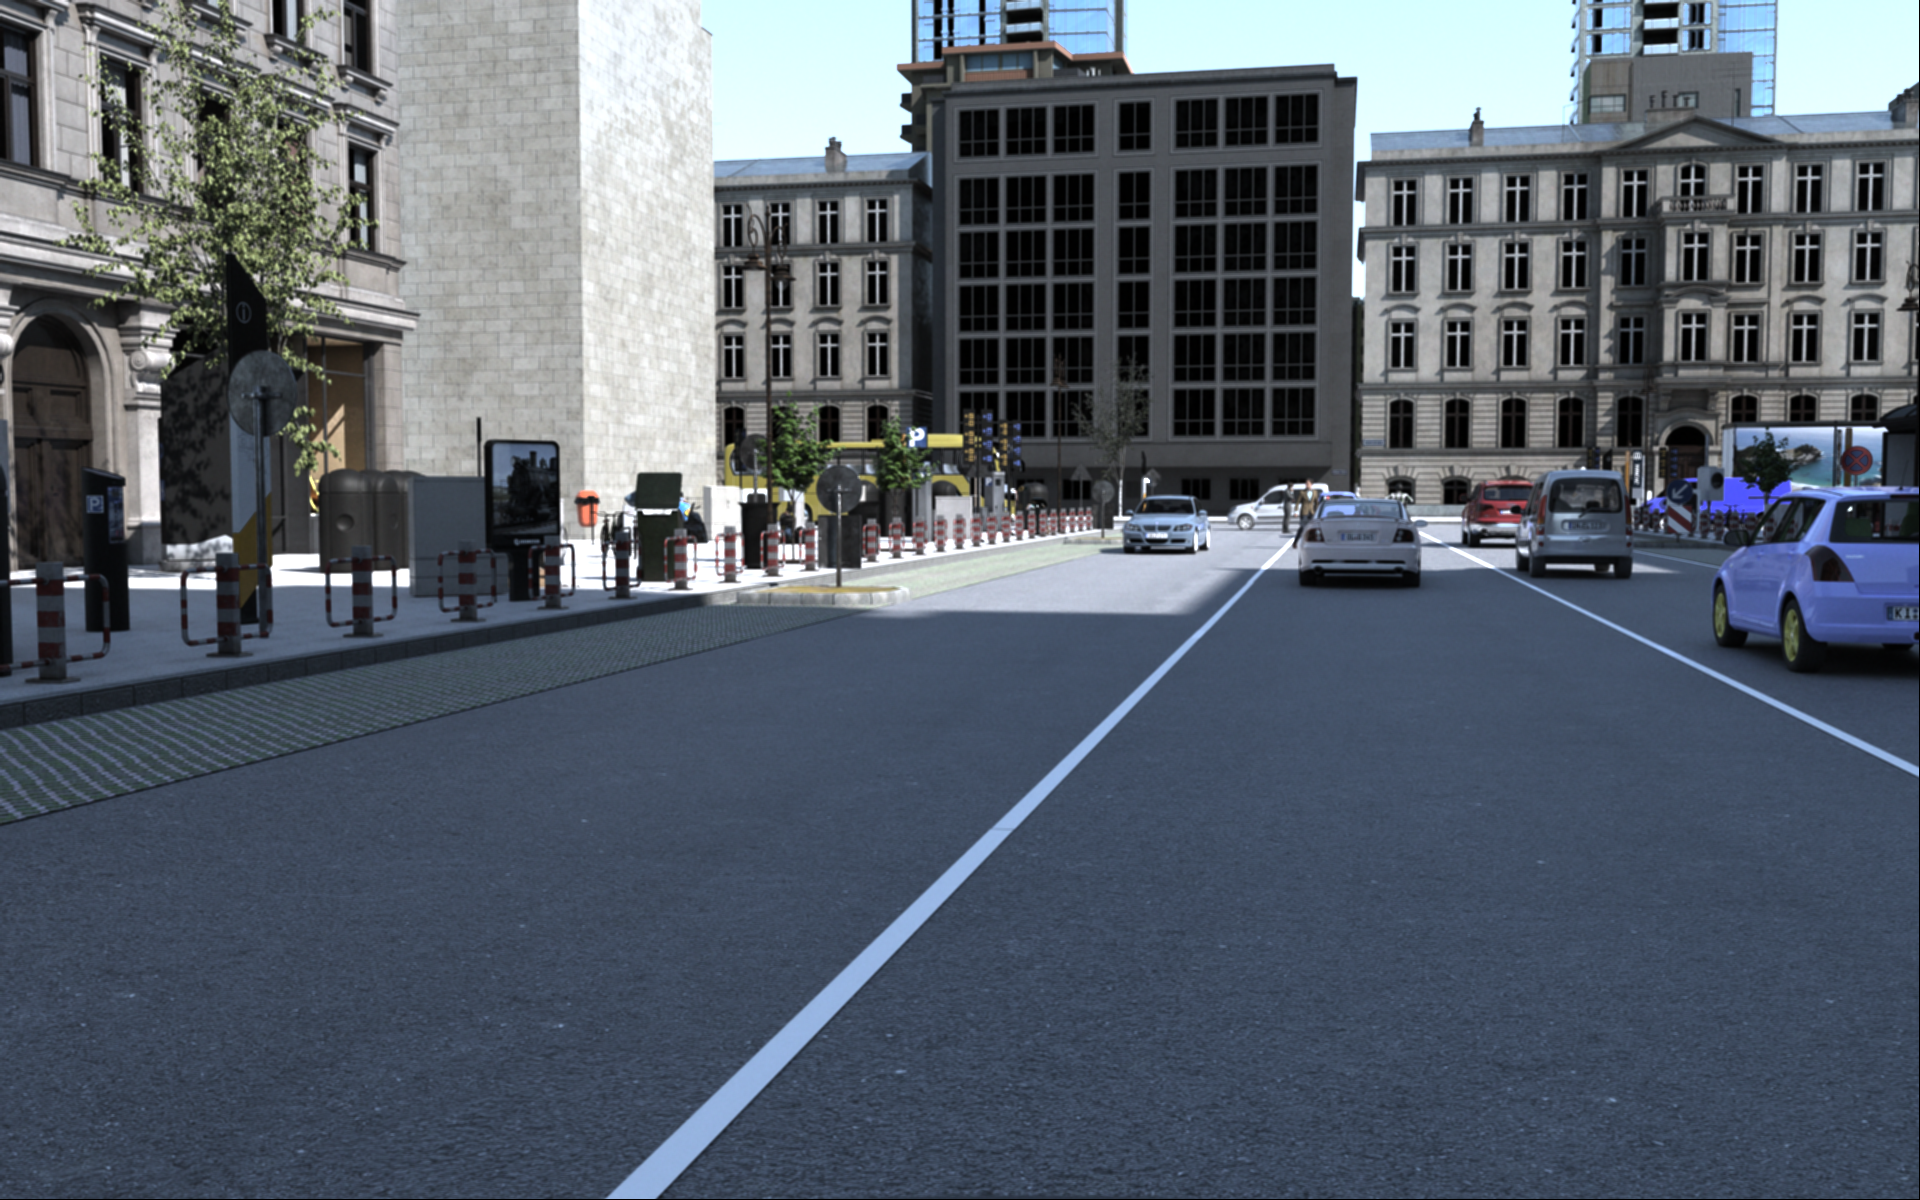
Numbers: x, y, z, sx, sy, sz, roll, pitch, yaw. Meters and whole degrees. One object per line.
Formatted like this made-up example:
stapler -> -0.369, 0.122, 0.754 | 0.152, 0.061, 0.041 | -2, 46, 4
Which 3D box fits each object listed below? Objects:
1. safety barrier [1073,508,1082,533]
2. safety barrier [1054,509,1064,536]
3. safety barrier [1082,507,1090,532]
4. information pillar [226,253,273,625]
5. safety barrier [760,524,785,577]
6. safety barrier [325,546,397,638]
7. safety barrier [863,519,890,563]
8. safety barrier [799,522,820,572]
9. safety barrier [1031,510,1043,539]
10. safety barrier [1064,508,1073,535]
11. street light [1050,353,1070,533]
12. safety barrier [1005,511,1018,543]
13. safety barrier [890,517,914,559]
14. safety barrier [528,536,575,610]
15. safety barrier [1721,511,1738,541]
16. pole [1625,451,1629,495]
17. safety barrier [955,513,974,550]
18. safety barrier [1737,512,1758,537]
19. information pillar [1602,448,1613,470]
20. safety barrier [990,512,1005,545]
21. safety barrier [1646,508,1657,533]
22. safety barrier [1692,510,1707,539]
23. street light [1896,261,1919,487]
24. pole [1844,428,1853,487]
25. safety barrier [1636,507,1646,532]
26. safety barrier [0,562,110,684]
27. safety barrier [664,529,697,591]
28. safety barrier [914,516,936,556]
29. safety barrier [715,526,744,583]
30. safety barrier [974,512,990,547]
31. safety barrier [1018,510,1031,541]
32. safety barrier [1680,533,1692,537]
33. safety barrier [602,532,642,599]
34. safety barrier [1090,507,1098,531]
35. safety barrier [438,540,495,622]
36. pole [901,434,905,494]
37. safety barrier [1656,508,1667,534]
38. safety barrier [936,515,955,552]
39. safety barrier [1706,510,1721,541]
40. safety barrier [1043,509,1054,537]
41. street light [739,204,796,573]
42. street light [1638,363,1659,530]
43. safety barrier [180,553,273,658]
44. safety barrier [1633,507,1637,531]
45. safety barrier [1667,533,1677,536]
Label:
safety barrier -> 3.692, -2.606, 56.888 | 0.300, 0.817, 1.120 | 1, 4, 12
safety barrier -> 2.868, -2.377, 53.141 | 0.300, 0.817, 1.120 | 1, 4, 12
safety barrier -> 4.100, -2.721, 58.761 | 0.300, 0.817, 1.120 | 1, 4, 12
information pillar -> -7.032, -1.577, 17.136 | 0.183, 3.616, 0.504 | 1, 4, 17
safety barrier -> -2.896, -0.768, 26.825 | 0.300, 0.817, 1.120 | 1, 4, 12
safety barrier -> -5.362, -0.077, 15.538 | 0.300, 0.817, 1.120 | 1, 4, 12
safety barrier -> -1.656, -1.112, 32.464 | 0.300, 0.817, 1.120 | 1, 4, 12
safety barrier -> -2.483, -0.882, 28.700 | 0.300, 0.817, 1.120 | 1, 4, 12
safety barrier -> 2.049, -2.147, 49.382 | 0.300, 0.817, 1.120 | 1, 4, 12
safety barrier -> 3.278, -2.492, 55.013 | 0.300, 0.817, 1.120 | 1, 4, 12
street light -> 3.267, -5.147, 56.933 | 0.468, 5.910, 1.993 | 1, 4, 12
safety barrier -> 1.223, -1.917, 45.614 | 0.300, 0.817, 1.120 | 1, 4, 12
safety barrier -> -1.251, -1.227, 34.338 | 0.300, 0.817, 1.120 | 1, 4, 12
safety barrier -> -4.539, -0.307, 19.294 | 0.300, 0.817, 1.120 | 1, 4, 12
safety barrier -> 20.423, -1.920, 45.673 | 0.300, 0.817, 1.120 | 1, 4, 12
pole -> 31.741, -5.419, 82.443 | 0.158, 3.312, 0.155 | 0, 3, 0
safety barrier -> -0.009, -1.573, 39.986 | 0.300, 0.817, 1.120 | 1, 4, 12
safety barrier -> 20.012, -1.805, 43.792 | 0.300, 0.817, 1.120 | 1, 4, 12
information pillar -> 32.950, -5.922, 88.180 | 0.504, 3.616, 0.183 | 3, 5, 41
safety barrier -> 0.808, -1.802, 43.733 | 0.300, 0.817, 1.120 | 1, 4, 12
safety barrier -> 22.894, -2.610, 56.942 | 0.300, 0.817, 1.120 | 1, 4, 12
safety barrier -> 21.248, -2.151, 49.437 | 0.300, 0.817, 1.120 | 1, 4, 12
street light -> 18.037, -3.657, 32.580 | 0.468, 5.910, 1.993 | 1, 4, 12
pole -> 27.318, -3.637, 53.309 | 0.158, 3.312, 0.155 | 0, 3, 0
safety barrier -> 23.301, -2.724, 58.815 | 0.300, 0.817, 1.120 | 1, 4, 12
safety barrier -> -6.185, 0.152, 11.787 | 0.300, 0.817, 1.120 | 1, 4, 12
safety barrier -> -3.716, -0.537, 23.055 | 0.300, 0.817, 1.120 | 1, 4, 12
safety barrier -> -0.838, -1.342, 36.222 | 0.300, 0.817, 1.120 | 1, 4, 12
safety barrier -> -3.310, -0.652, 24.939 | 0.300, 0.817, 1.120 | 1, 4, 12
safety barrier -> 0.401, -1.687, 41.859 | 0.300, 0.817, 1.120 | 1, 4, 12
safety barrier -> 1.632, -2.032, 47.491 | 0.300, 0.817, 1.120 | 1, 4, 12
safety barrier -> 21.659, -2.265, 51.309 | 0.300, 0.817, 1.120 | 1, 4, 12
safety barrier -> -4.127, -0.422, 21.173 | 0.300, 0.817, 1.120 | 1, 4, 12
safety barrier -> 4.506, -2.835, 60.634 | 0.300, 0.817, 1.120 | 1, 4, 12
safety barrier -> -4.952, -0.192, 17.418 | 0.300, 0.817, 1.120 | 1, 4, 12
pole -> -1.945, -3.981, 58.934 | 0.158, 3.312, 0.155 | 0, 3, 0
safety barrier -> 22.485, -2.495, 55.069 | 0.300, 0.817, 1.120 | 1, 4, 12
safety barrier -> -0.424, -1.457, 38.098 | 0.300, 0.817, 1.120 | 1, 4, 12
safety barrier -> 20.836, -2.035, 47.545 | 0.300, 0.817, 1.120 | 1, 4, 12
safety barrier -> 2.457, -2.263, 51.268 | 0.300, 0.817, 1.120 | 1, 4, 12
street light -> -3.081, -3.372, 27.925 | 0.468, 5.910, 1.993 | 1, 4, 12
street light -> 24.199, -5.397, 61.030 | 0.468, 5.910, 1.993 | 1, 4, 12
safety barrier -> -5.772, 0.037, 13.666 | 0.300, 0.817, 1.120 | 1, 4, 12
safety barrier -> 23.711, -2.839, 60.688 | 0.300, 0.817, 1.120 | 1, 4, 12
safety barrier -> 22.070, -2.380, 53.182 | 0.300, 0.817, 1.120 | 1, 4, 12
